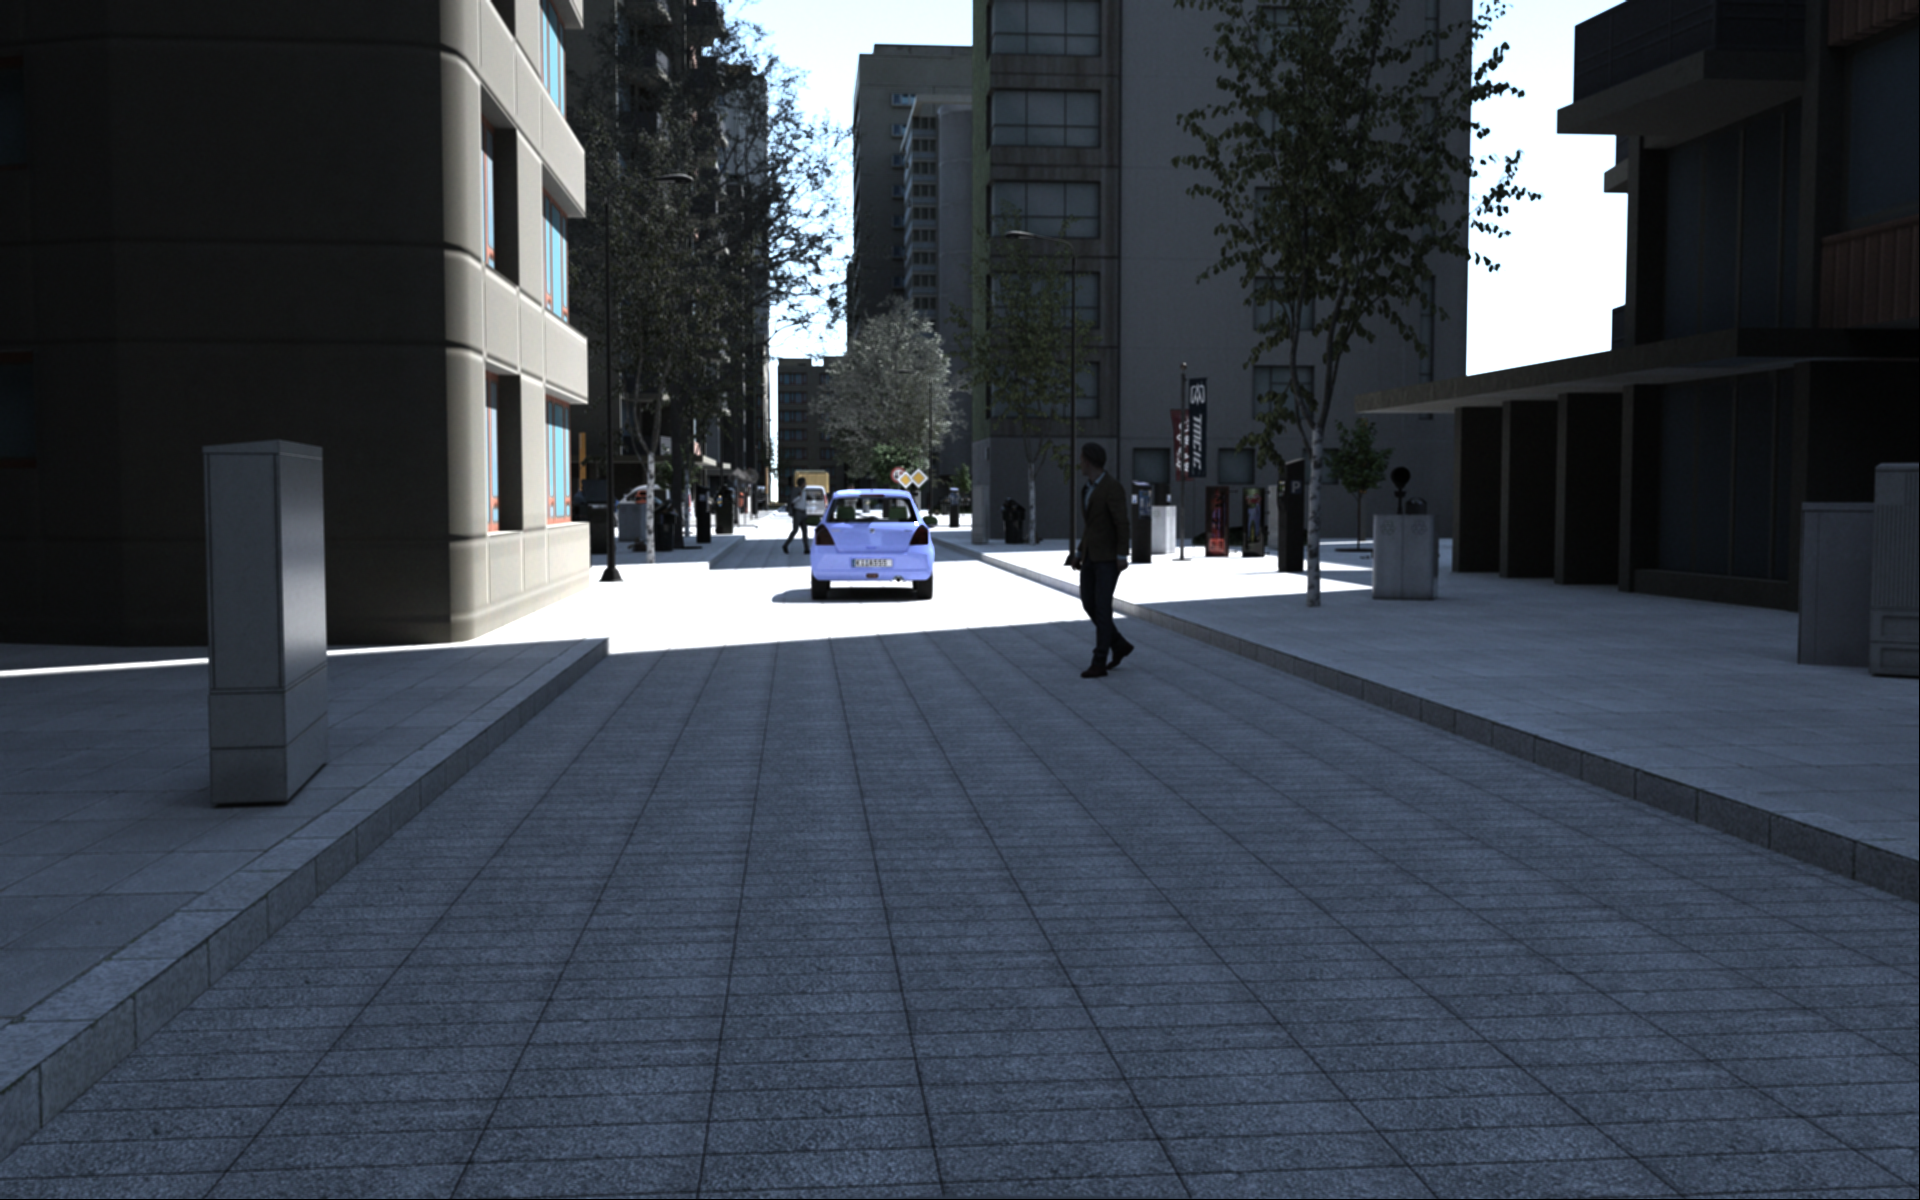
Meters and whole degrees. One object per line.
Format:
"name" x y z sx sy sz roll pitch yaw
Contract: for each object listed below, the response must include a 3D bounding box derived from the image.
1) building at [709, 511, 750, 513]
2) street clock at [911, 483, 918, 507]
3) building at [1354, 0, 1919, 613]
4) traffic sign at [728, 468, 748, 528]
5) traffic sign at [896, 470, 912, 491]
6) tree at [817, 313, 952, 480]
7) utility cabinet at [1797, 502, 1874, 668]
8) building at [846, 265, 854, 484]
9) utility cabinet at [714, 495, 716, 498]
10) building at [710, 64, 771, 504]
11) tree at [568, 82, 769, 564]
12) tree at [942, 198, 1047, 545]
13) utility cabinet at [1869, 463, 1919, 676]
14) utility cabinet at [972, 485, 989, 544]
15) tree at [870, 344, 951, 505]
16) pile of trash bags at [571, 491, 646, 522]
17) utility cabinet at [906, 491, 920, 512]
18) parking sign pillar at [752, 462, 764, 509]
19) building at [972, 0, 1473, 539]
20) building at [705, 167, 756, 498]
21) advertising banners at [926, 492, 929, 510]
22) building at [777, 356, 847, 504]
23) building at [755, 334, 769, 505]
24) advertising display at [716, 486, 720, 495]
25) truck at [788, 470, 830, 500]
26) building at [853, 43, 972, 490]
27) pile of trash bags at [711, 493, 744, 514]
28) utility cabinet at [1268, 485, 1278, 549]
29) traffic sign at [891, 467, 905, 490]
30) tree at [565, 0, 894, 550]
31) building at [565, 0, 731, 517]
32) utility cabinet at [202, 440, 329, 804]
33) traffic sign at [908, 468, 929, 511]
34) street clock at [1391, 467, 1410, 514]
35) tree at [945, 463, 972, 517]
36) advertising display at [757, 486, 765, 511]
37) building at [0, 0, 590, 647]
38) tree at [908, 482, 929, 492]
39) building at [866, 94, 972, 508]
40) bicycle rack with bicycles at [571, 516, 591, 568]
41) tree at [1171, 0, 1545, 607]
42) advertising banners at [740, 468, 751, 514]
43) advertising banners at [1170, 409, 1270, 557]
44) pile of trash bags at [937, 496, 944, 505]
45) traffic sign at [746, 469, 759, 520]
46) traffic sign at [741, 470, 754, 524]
"building" -31.479 -26.461 124.516 32.217 40.220 23.993 0 4 -5
"street clock" -2.091 -4.646 80.531 0.358 2.002 0.471 -2 4 -23
"building" 18.880 -22.086 15.731 22.147 44.769 28.867 0 4 -5
"traffic sign" -8.341 -3.760 65.120 0.795 2.450 0.064 0 4 -5
"traffic sign" -2.309 -4.283 73.674 0.795 2.450 0.064 0 4 -5
"tree" -5.123 -13.037 119.811 9.857 13.997 8.962 0 3 0
"utility cabinet" 6.818 -0.104 12.865 1.020 1.237 0.306 2 4 34
"building" -7.238 -27.233 216.955 14.160 30.474 14.107 0 4 -5
"utility cabinet" -20.285 -8.282 146.579 1.020 1.237 0.306 1 4 15
"building" -40.520 -42.698 240.118 28.212 58.520 21.231 0 4 -5
"tree" -5.652 -4.986 31.883 4.360 8.622 3.978 0 3 0
"tree" 1.728 -5.662 42.944 4.737 8.622 4.395 0 3 0
"utility cabinet" 6.946 -0.198 11.908 1.173 1.500 0.318 2 4 34
"utility cabinet" 0.515 -2.203 44.705 0.318 1.500 1.173 1 4 8
"tree" -2.246 -8.183 84.147 4.360 8.622 3.978 0 3 0
"pile of trash bags" -11.305 -2.715 54.136 3.447 1.369 1.912 -1 4 -11
"utility cabinet" -3.389 -6.996 123.063 1.173 1.500 0.318 2 4 35
"parking sign pillar" -17.082 -9.552 144.648 1.447 3.967 1.447 0 4 4
"building" 7.208 -22.727 55.177 14.154 41.232 14.086 0 4 -5
"building" -25.601 -23.455 155.198 14.160 30.474 14.107 0 4 -5
"advertising banners" -2.549 -8.832 140.584 0.090 3.025 2.074 1 4 9
"building" -11.413 -24.622 247.616 28.899 21.520 27.650 0 4 -5
"building" -37.860 -22.221 208.348 28.899 21.520 27.650 0 4 -5
"advertising display" -20.091 -8.573 145.375 0.974 1.923 0.123 3 4 36
"truck" -12.044 -8.802 139.836 3.469 3.379 9.791 0 4 -7
"building" -0.394 -34.313 184.717 21.300 48.544 21.600 0 4 -5
"pile of trash bags" -15.408 -6.179 110.786 3.447 1.369 1.912 1 4 16
"utility cabinet" 7.391 -1.900 39.740 0.318 1.500 1.173 -1 4 -9
"traffic sign" -2.854 -4.937 80.818 0.768 2.556 0.104 0 4 0
"tree" -6.579 -7.934 40.091 12.009 13.543 11.850 0 3 0
"building" -23.368 -26.559 88.860 22.147 44.769 28.867 0 4 -5
"utility cabinet" -3.038 0.066 7.603 0.318 1.500 1.173 -1 4 -12
"traffic sign" -1.574 -3.797 65.723 0.795 2.450 0.064 0 4 -5
"street clock" 11.795 -2.560 46.420 0.471 2.002 0.358 0 4 -3
"tree" 0.243 -6.339 98.242 1.663 3.219 1.824 0 3 0
"advertising display" -15.577 -7.929 134.854 0.974 1.923 0.123 -2 4 -32
"building" -17.493 -9.930 7.397 27.650 21.520 28.899 0 4 -5
"tree" -3.680 -9.292 146.531 1.663 3.219 1.824 0 3 0
"building" 7.457 -28.782 162.462 32.217 40.220 23.993 0 4 -5
"bicycle rack with bicycles" -7.319 -0.940 28.759 2.852 0.926 2.925 0 4 -3
"tree" 4.223 -4.241 19.697 4.737 8.622 4.395 0 3 0
"advertising banners" -14.113 -7.211 114.086 0.090 3.025 2.074 1 4 14
"advertising banners" 5.296 -2.399 35.416 2.074 3.025 0.090 1 4 22
"pile of trash bags" -0.853 -8.446 147.846 1.912 1.369 3.447 1 4 16
"traffic sign" -10.415 -5.274 86.333 0.768 2.556 0.104 0 4 2
"traffic sign" -9.076 -4.246 73.072 0.795 2.450 0.064 0 4 -5
